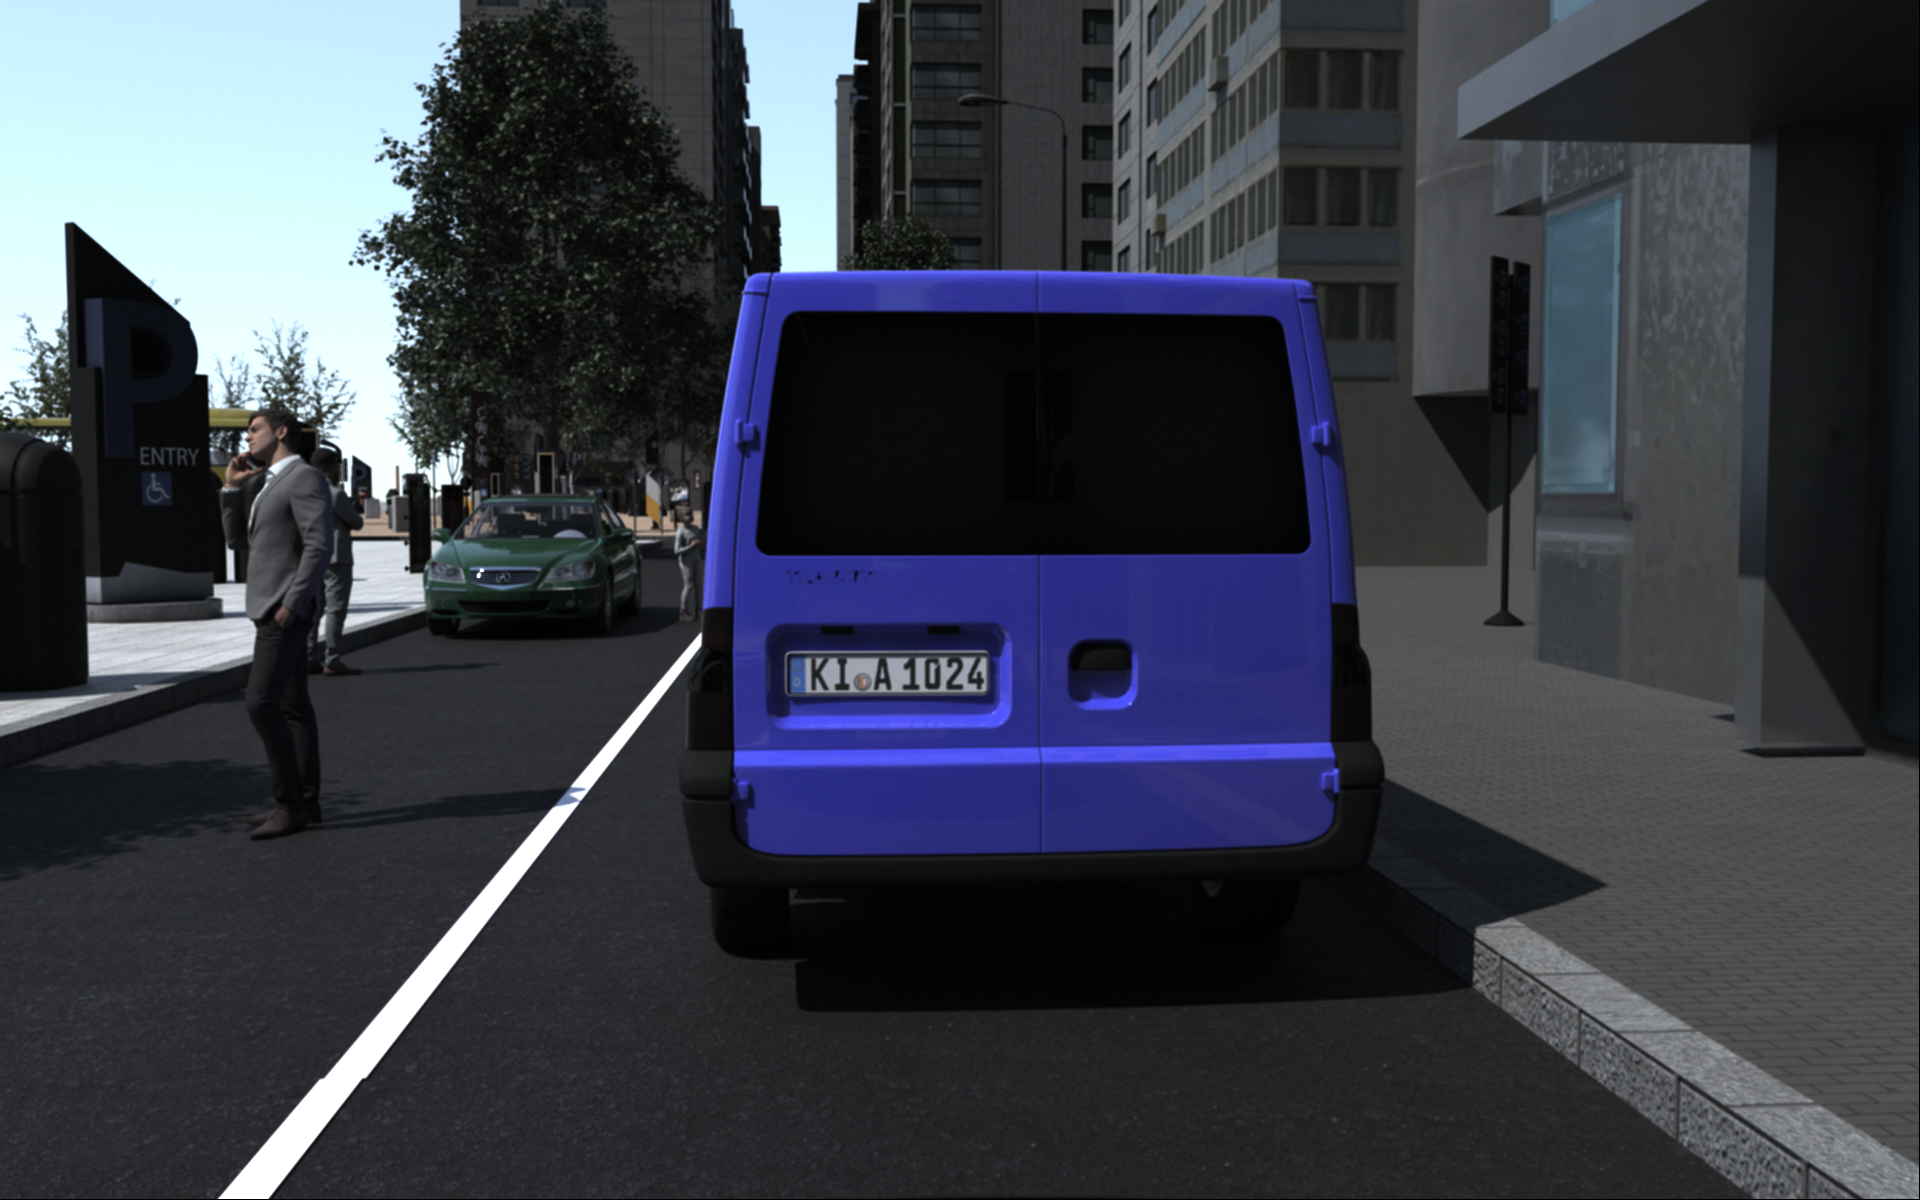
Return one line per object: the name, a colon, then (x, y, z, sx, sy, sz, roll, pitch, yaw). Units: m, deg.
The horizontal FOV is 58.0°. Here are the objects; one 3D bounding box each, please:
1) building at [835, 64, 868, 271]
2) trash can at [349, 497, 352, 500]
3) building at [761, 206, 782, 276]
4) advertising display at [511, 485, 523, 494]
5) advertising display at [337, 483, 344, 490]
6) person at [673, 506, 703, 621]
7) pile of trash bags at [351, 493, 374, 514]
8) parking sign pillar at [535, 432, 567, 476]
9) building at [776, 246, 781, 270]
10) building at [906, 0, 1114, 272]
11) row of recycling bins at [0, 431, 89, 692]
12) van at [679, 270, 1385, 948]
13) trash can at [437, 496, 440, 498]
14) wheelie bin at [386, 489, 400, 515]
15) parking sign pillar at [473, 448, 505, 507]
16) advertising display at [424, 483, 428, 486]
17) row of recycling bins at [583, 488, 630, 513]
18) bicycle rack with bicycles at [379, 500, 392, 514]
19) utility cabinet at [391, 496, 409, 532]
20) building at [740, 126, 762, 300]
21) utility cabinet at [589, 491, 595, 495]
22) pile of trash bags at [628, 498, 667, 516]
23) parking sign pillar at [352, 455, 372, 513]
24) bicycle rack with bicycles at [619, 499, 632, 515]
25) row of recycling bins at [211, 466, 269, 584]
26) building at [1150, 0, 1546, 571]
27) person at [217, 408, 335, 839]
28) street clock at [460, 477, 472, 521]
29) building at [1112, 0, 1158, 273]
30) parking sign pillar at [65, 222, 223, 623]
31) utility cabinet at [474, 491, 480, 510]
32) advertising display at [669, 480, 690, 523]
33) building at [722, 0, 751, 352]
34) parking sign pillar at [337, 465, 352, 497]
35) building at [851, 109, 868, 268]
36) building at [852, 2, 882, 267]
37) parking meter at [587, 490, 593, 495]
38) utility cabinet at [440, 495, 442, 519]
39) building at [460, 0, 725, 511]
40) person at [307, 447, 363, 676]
building: (-6.962, -43.018, 245.338, 21.231, 58.520, 28.212, 0, 4, -5)
trash can: (-30.931, -4.614, 87.093, 0.748, 1.137, 0.748, 0, 3, 0)
building: (-37.329, -36.700, 254.662, 22.147, 44.769, 28.867, 0, 4, -5)
advertising display: (-30.828, -7.058, 120.618, 0.974, 1.923, 0.123, 2, 4, 25)
advertising display: (-37.693, -6.120, 105.283, 0.974, 1.923, 0.123, 3, 5, 45)
person: (-3.023, -0.416, 19.588, 0.394, 1.301, 0.425, 1, 4, 20)
pile of trash bags: (-39.168, -6.356, 113.669, 1.912, 1.369, 3.447, -1, 4, -20)
parking sign pillar: (-17.648, -5.284, 74.859, 1.447, 3.967, 1.447, -1, 4, -16)
building: (-35.720, -36.258, 276.408, 14.154, 41.232, 14.086, 0, 4, -5)
building: (4.303, -19.065, 83.418, 14.160, 30.474, 14.107, 0, 4, -5)
row of recycling bins: (-7.005, -0.199, 10.366, 1.069, 1.692, 3.534, 2, 4, 33)
van: (-0.027, -0.172, 7.193, 2.240, 2.365, 5.245, 0, 4, -5)
trash can: (-36.370, -6.731, 121.702, 0.748, 1.137, 0.748, 0, 3, 0)
wheelie bin: (-34.644, -5.991, 105.853, 0.980, 1.594, 0.693, 2, 4, 31)
parking sign pillar: (-21.224, -5.512, 78.599, 1.447, 3.967, 1.447, 1, 4, 21)
advertising display: (-30.436, -5.642, 97.464, 0.974, 1.923, 0.123, -1, 4, -15)
row of recycling bins: (-24.265, -6.841, 118.958, 3.534, 1.692, 1.069, 1, 4, 17)
bicycle rack with bicycles: (-33.422, -5.398, 101.633, 2.852, 0.926, 2.925, -1, 4, -22)
utility cabinet: (-18.655, -2.896, 58.508, 0.306, 1.237, 1.020, 3, 5, 43)
building: (-28.565, -30.761, 186.530, 14.154, 41.232, 14.086, 0, 4, -5)
utility cabinet: (-22.809, -6.033, 107.322, 0.318, 1.500, 1.173, 0, 4, -8)
pile of trash bags: (-17.471, -5.545, 100.412, 3.447, 1.369, 1.912, -1, 4, -19)
parking sign pillar: (-41.045, -7.969, 118.764, 1.447, 3.967, 1.447, 0, 4, 4)
bicycle rack with bicycles: (-24.036, -6.793, 124.448, 2.925, 0.926, 2.852, -1, 4, -12)
row of recycling bins: (-11.419, -1.076, 24.705, 3.534, 1.692, 1.069, -1, 4, -21)
building: (17.373, -21.030, 35.728, 32.217, 40.220, 23.993, 0, 4, -5)
person: (-2.921, 0.077, 7.415, 0.473, 1.802, 0.592, -1, 4, -19)
street clock: (-20.386, -4.097, 71.549, 0.471, 2.002, 0.358, -2, 4, -27)
building: (3.283, -41.202, 111.904, 20.563, 71.187, 20.611, 0, 4, -5)
parking sign pillar: (-8.394, -1.792, 17.774, 1.447, 3.967, 1.447, 2, 4, 30)
utility cabinet: (-29.791, -6.082, 108.112, 1.173, 1.500, 0.318, 2, 4, 28)
advertising display: (-12.603, -4.442, 77.837, 0.974, 1.923, 0.123, 1, 4, 19)
building: (-31.171, -33.258, 163.378, 23.786, 49.044, 30.456, 0, 4, -5)
parking sign pillar: (-38.611, -7.231, 106.692, 1.447, 3.967, 1.447, 0, 4, -6)
building: (-5.405, -33.520, 198.158, 14.600, 45.320, 14.200, 0, 4, -5)
building: (1.582, -30.661, 155.926, 22.147, 44.769, 28.867, 0, 4, -5)
parking meter: (-24.943, -6.624, 116.717, 0.372, 1.533, 0.369, 0, 3, 0)
utility cabinet: (-26.295, -4.786, 89.408, 1.020, 1.237, 0.306, -2, 4, -24)
building: (-27.126, -42.756, 137.312, 20.563, 71.187, 20.611, 0, 4, -5)
person: (-4.979, -0.313, 13.796, 0.511, 1.800, 0.466, 1, 4, 19)
